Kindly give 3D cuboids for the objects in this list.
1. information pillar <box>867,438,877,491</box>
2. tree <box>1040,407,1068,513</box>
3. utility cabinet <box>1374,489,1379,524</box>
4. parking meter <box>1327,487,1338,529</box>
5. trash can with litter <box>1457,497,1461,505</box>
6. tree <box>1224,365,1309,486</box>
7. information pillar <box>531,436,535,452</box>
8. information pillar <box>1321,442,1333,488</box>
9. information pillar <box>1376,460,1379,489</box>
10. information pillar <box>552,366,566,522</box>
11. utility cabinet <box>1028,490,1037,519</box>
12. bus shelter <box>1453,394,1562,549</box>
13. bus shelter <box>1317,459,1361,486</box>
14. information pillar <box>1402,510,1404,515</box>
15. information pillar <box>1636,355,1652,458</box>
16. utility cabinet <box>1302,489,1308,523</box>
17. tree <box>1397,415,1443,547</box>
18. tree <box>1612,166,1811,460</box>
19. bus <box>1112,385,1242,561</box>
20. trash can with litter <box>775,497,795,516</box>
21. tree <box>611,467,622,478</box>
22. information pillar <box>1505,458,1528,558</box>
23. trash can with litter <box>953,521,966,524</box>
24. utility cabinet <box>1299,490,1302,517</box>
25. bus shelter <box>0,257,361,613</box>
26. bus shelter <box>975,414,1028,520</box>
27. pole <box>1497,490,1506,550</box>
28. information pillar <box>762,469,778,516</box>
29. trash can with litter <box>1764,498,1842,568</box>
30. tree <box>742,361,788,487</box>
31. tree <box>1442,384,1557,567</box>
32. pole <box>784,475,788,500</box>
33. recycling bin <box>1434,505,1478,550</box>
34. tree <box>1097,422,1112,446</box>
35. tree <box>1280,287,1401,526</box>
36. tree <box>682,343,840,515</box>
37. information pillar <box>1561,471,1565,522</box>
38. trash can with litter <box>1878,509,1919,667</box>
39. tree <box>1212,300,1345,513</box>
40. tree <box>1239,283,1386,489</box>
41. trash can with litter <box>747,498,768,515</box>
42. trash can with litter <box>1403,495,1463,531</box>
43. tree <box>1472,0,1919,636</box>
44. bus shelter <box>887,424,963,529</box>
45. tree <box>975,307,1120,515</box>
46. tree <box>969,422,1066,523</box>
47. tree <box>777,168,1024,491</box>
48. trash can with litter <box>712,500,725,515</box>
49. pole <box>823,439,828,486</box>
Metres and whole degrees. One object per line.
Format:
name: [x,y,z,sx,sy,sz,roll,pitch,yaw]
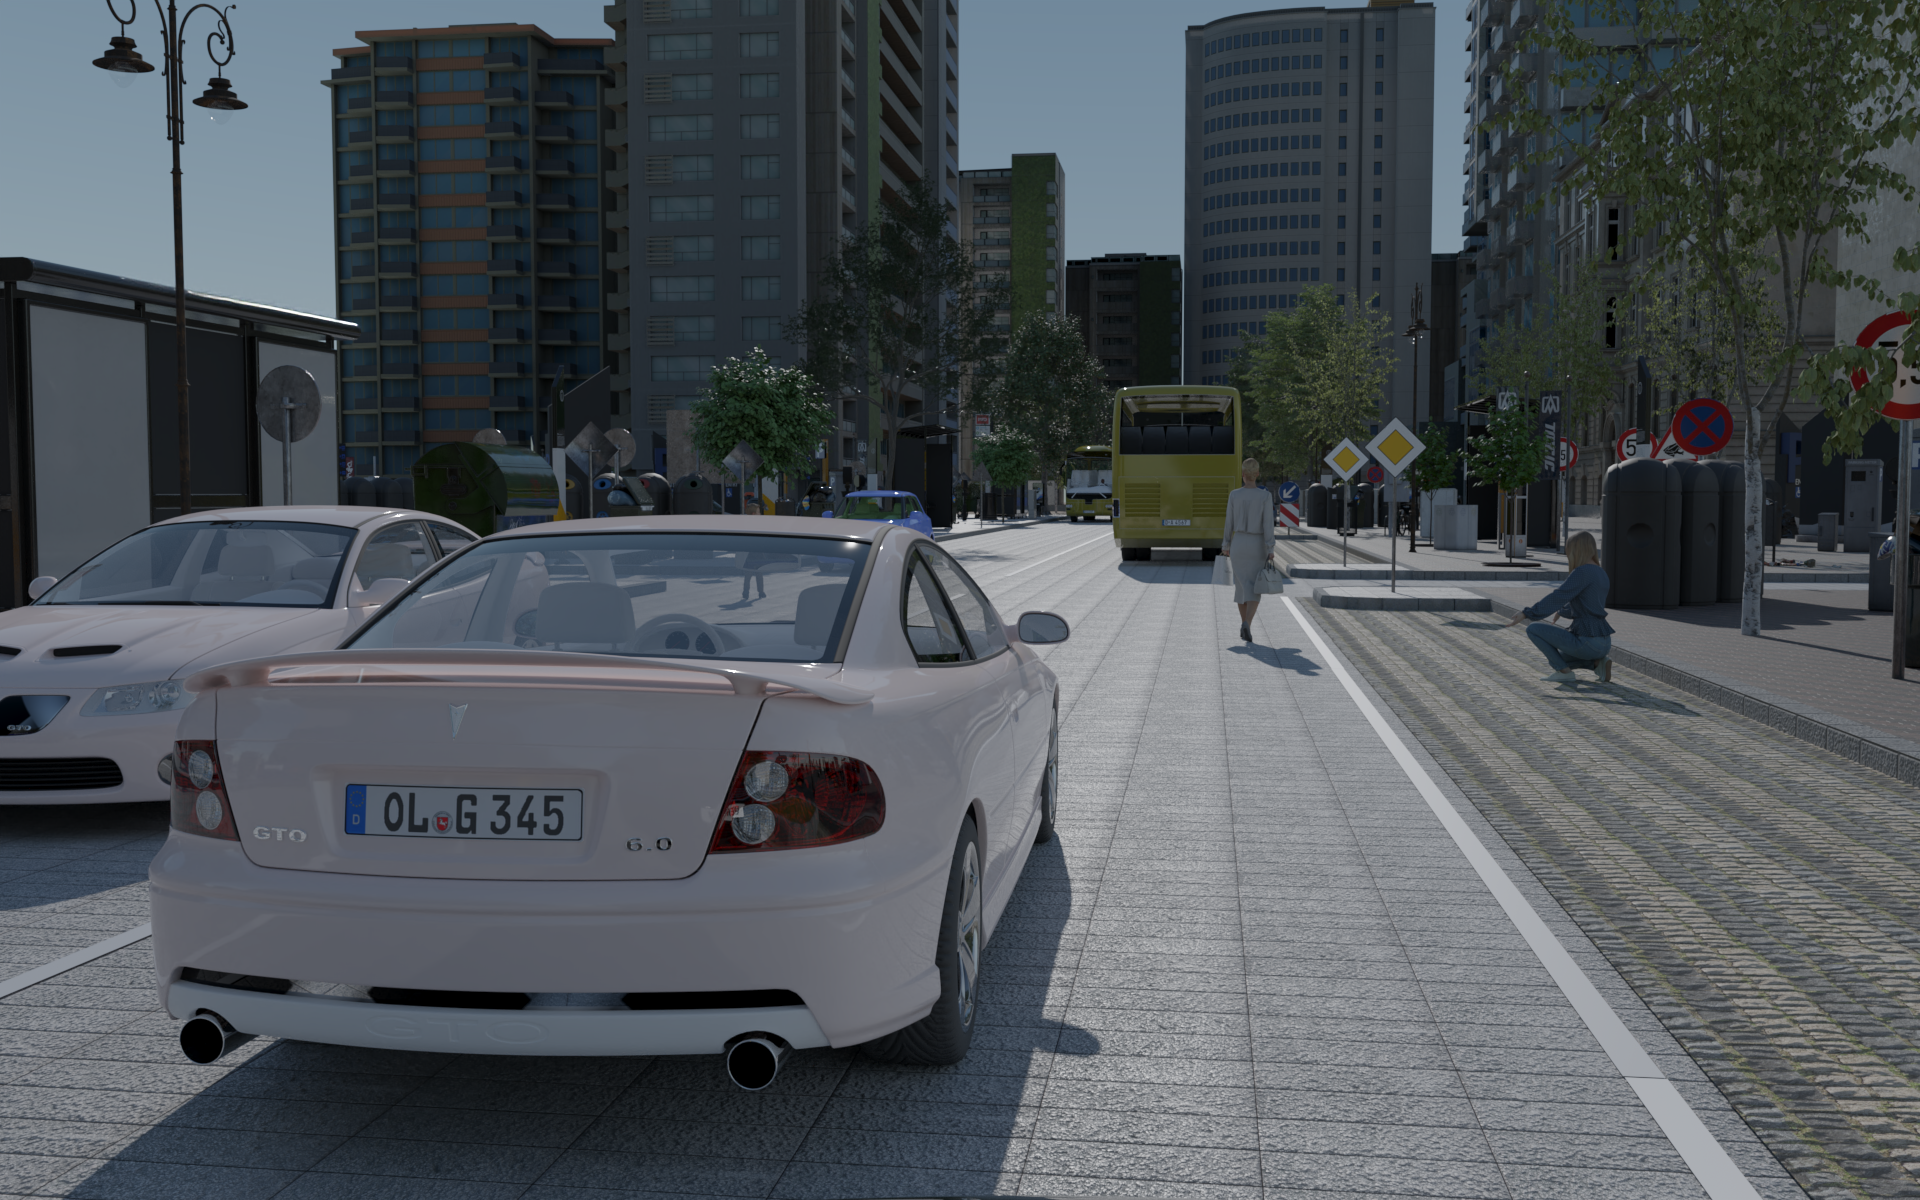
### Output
information pillar: [-3.627,-4.931,71.970,0.504,3.616,0.183,3,5,39]
tree: [6.820,-10.276,118.368,4.360,8.622,3.978,0,3,0]
utility cabinet: [18.233,-3.995,74.002,1.173,1.500,0.318,-1,4,-23]
parking meter: [13.578,-3.350,63.183,0.372,1.533,0.369,0,3,0]
trash can with litter: [19.029,-3.390,66.812,0.624,1.170,1.055,1,4,21]
tree: [24.178,-12.931,137.172,9.928,11.665,9.643,0,3,0]
information pillar: [-17.070,-4.769,69.329,0.183,3.616,0.504,-1,4,-23]
information pillar: [15.817,-5.095,74.652,0.504,3.616,0.183,1,4,22]
information pillar: [19.296,-5.428,80.103,0.183,3.616,0.504,0,4,3]
information pillar: [-7.288,-2.456,31.506,0.183,3.616,0.504,0,4,5]
utility cabinet: [3.694,-4.849,87.966,0.318,1.500,1.173,1,4,9]
bus shelter: [13.773,-3.213,43.818,1.731,3.624,6.357,1,4,8]
bus shelter: [18.188,-5.443,82.918,2.014,3.302,5.546,1,4,8]
information pillar: [26.302,-5.987,102.386,0.304,2.012,0.304,-1,4,-14]
information pillar: [11.454,-2.307,29.075,0.183,3.616,0.504,0,4,4]
utility cabinet: [15.235,-4.068,75.199,0.318,1.500,1.173,0,4,0]
tree: [11.403,-2.922,42.384,1.663,3.219,1.824,0,3,0]
tree: [16.197,-5.309,37.171,4.360,8.622,3.978,0,3,0]
bus: [5.009,-2.956,39.882,2.896,3.916,12.252,0,4,7]
trash can with litter: [-11.639,-5.977,108.782,2.233,1.210,1.678,0,4,4]
tree: [-20.062,-6.312,97.806,1.663,3.219,1.824,0,3,0]
information pillar: [11.203,-1.857,34.849,0.304,2.012,0.304,-1,4,-20]
trash can with litter: [-0.574,-3.869,74.309,1.678,1.210,2.233,0,4,-2]
utility cabinet: [19.599,-5.441,97.638,1.173,1.500,0.318,-3,5,-40]
bus shelter: [-8.987,-2.404,16.939,2.179,5.291,8.768,1,4,8]
bus shelter: [2.213,-6.821,89.163,2.179,5.291,8.768,0,4,8]
pole: [12.509,-2.819,39.926,0.158,3.312,0.155,0,3,0]
information pillar: [-5.735,-3.736,52.445,0.504,3.616,0.183,-1,4,-18]
trash can with litter: [14.594,-1.215,30.930,1.678,1.210,2.233,-2,4,-26]
tree: [-11.035,-8.884,95.619,4.360,8.622,3.978,0,3,0]
tree: [9.684,-2.215,30.809,1.663,3.219,1.824,0,3,0]
pole: [-10.493,-6.753,104.247,0.158,3.312,0.155,0,3,0]
recycling bin: [11.467,-1.683,40.066,0.722,1.027,0.722,-2,4,-34]
tree: [15.133,-13.656,173.633,4.360,8.622,3.978,0,3,0]
tree: [13.431,-6.751,60.739,4.360,8.622,3.978,0,3,0]
tree: [-4.342,-3.295,37.586,4.285,4.588,4.351,0,3,0]
information pillar: [27.991,-5.441,80.309,0.183,3.616,0.504,2,4,25]
trash can with litter: [7.437,-0.088,12.828,1.055,1.170,0.624,0,4,2]
tree: [21.672,-12.775,115.521,9.857,13.997,8.962,0,3,0]
tree: [18.937,-10.704,93.140,7.486,12.596,7.792,0,3,0]
trash can with litter: [-6.010,-2.433,51.174,0.624,1.170,1.055,0,4,-2]
trash can with litter: [16.139,-3.031,60.618,1.678,1.210,2.233,-1,4,-22]
tree: [7.001,-3.976,15.377,4.737,8.622,4.395,0,3,0]
bus shelter: [-1.198,-4.277,61.217,1.731,3.624,6.357,1,4,8]
tree: [5.257,-11.570,106.178,9.611,12.733,9.660,0,3,0]
tree: [2.034,-5.813,78.748,4.285,4.588,4.351,0,3,0]
tree: [-1.825,-7.037,49.463,7.601,10.594,8.767,1,4,17]
trash can with litter: [-6.023,-1.968,43.558,1.055,1.170,0.624,2,4,33]
pole: [-5.008,-4.320,64.483,0.158,3.312,0.155,0,3,0]
